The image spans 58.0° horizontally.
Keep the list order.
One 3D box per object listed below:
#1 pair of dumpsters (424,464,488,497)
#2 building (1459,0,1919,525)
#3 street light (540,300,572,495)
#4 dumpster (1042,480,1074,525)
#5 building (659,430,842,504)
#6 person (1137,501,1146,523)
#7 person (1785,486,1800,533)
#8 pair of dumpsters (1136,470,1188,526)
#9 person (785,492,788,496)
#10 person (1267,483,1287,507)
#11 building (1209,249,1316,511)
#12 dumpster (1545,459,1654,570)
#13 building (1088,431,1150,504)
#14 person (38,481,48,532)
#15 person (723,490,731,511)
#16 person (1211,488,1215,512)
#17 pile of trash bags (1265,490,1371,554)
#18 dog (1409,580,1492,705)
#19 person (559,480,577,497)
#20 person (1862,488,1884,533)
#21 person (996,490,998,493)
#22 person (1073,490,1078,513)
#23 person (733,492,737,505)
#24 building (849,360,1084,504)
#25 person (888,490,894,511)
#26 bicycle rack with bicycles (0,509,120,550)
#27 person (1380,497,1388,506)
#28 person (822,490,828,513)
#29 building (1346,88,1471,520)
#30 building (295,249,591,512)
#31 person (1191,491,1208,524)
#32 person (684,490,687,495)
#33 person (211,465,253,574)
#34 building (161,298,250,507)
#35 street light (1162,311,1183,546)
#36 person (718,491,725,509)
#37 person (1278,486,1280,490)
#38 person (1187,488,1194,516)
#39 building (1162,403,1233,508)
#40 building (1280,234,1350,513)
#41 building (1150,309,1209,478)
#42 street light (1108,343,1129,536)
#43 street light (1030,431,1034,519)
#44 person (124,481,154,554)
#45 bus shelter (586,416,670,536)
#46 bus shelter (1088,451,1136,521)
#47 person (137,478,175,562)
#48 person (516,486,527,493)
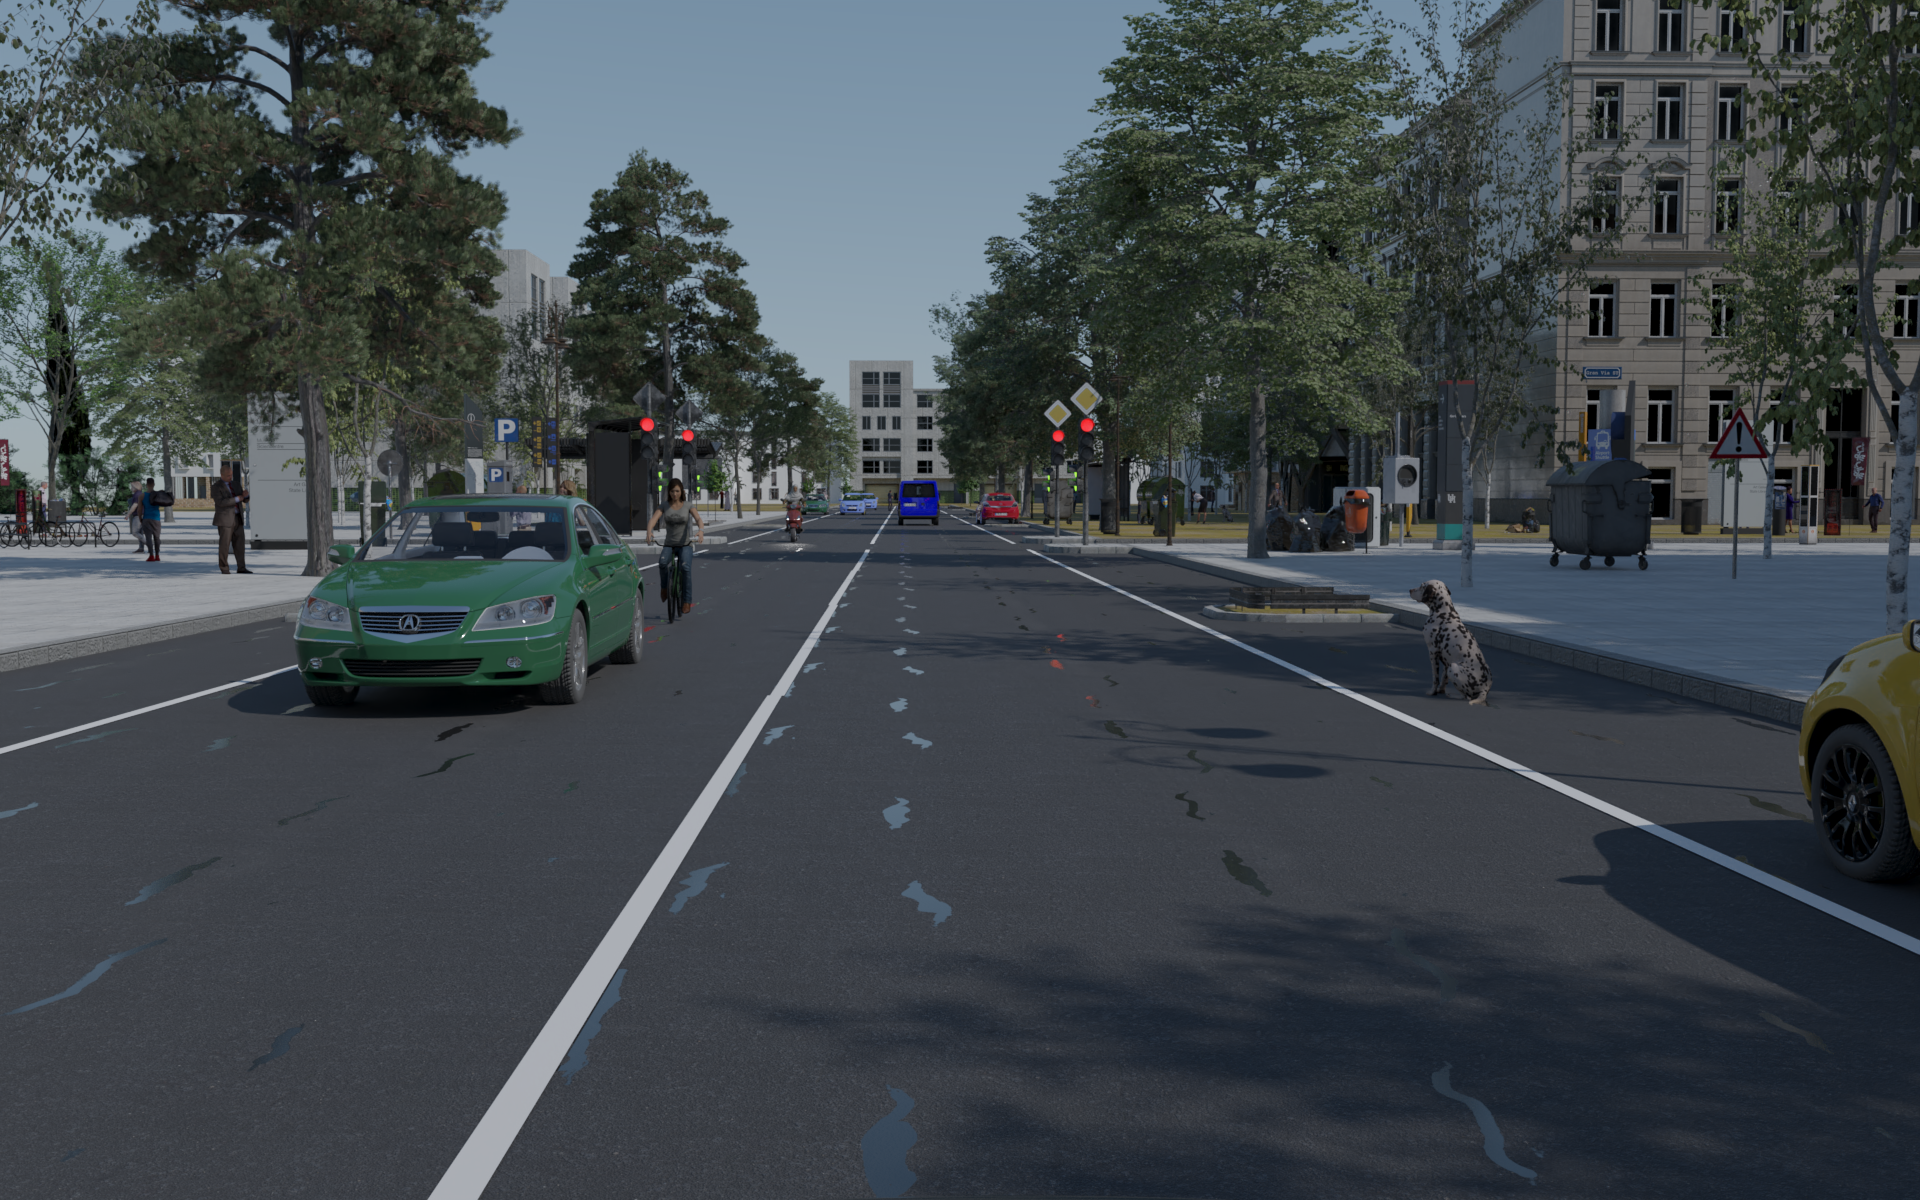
[{"bbox_3d":[-15.343,-3.130,53.668,1.574,2.255,4.436,0,4,-2],"label":"pair of dumpsters"},{"bbox_3d":[36.209,-17.059,76.182,25.104,27.353,12.463,0,4,-2],"label":"building"},{"bbox_3d":[-9.611,-4.195,41.373,0.468,5.910,1.993,0,4,-2],"label":"street light"},{"bbox_3d":[4.121,-4.081,72.490,1.264,1.857,1.865,0,4,-2],"label":"dumpster"},{"bbox_3d":[-29.827,-17.723,231.921,28.070,9.664,9.099,0,4,-2],"label":"building"},{"bbox_3d":[8.027,-4.221,75.584,0.617,1.759,0.750,-2,4,-28],"label":"person"},{"bbox_3d":[27.147,-2.939,56.473,0.546,1.535,0.453,0,4,-2],"label":"person"},{"bbox_3d":[8.429,-4.264,72.210,1.574,2.255,4.436,0,4,-2],"label":"pair of dumpsters"},{"bbox_3d":[-18.746,-11.227,189.609,0.705,1.824,1.348,3,5,42],"label":"person"},{"bbox_3d":[13.922,-4.235,75.837,0.990,1.755,0.434,-1,4,-17],"label":"person"},{"bbox_3d":[29.233,-17.293,139.155,16.016,20.091,11.380,0,4,-2],"label":"building"},{"bbox_3d":[11.024,-1.473,29.846,1.264,1.857,1.865,0,4,-2],"label":"dumpster"},{"bbox_3d":[30.791,-17.896,234.743,28.070,9.664,9.099,0,4,-2],"label":"building"},{"bbox_3d":[-30.854,-3.141,58.344,0.436,1.711,0.756,0,4,-8],"label":"person"},{"bbox_3d":[-17.686,-7.622,131.328,0.621,1.740,0.551,-1,4,-11],"label":"person"},{"bbox_3d":[18.051,-7.112,123.150,0.431,1.722,0.655,0,4,5],"label":"person"},{"bbox_3d":[8.054,-1.755,38.451,1.912,1.369,3.447,-1,4,-19],"label":"pile of trash bags"},{"bbox_3d":[3.479,0.288,12.126,0.513,0.831,0.800,0,4,3],"label":"dog"},{"bbox_3d":[-5.139,-0.743,22.350,0.444,1.614,0.593,-3,5,-43],"label":"person"},{"bbox_3d":[30.216,-2.977,57.414,0.600,1.496,0.574,0,4,1],"label":"person"},{"bbox_3d":[2.604,-6.737,118.399,0.429,1.552,0.499,1,4,19],"label":"person"},{"bbox_3d":[7.579,-6.544,115.247,0.429,1.552,0.499,-3,5,-39],"label":"person"},{"bbox_3d":[-26.768,-12.070,206.557,1.217,1.735,0.721,-2,4,-28],"label":"person"},{"bbox_3d":[0.859,-22.716,237.862,31.486,18.905,16.747,0,4,-2],"label":"building"},{"bbox_3d":[-5.877,-8.518,148.216,0.568,1.767,0.683,1,4,14],"label":"person"},{"bbox_3d":[-21.999,-1.708,41.301,2.925,0.926,2.852,2,4,26],"label":"bicycle rack with bicycles"},{"bbox_3d":[22.595,-5.134,92.353,0.453,1.535,0.546,3,5,45],"label":"person"},{"bbox_3d":[-10.304,-7.504,131.854,0.551,1.740,0.621,0,4,1],"label":"person"},{"bbox_3d":[28.387,-16.245,94.479,11.050,23.489,19.941,0,4,-2],"label":"building"},{"bbox_3d":[-40.183,-16.782,140.850,16.747,18.905,31.486,0,4,-2],"label":"building"},{"bbox_3d":[10.383,-4.039,75.262,0.799,1.438,0.628,1,4,18],"label":"person"},{"bbox_3d":[-30.625,-11.366,192.587,1.217,1.735,0.721,0,4,4],"label":"person"},{"bbox_3d":[-11.633,-1.284,27.729,0.600,1.739,0.565,0,4,4],"label":"person"},{"bbox_3d":[-70.691,-19.352,172.821,11.380,20.091,16.016,0,4,-2],"label":"building"},{"bbox_3d":[5.199,-4.283,42.819,0.468,5.910,1.993,0,4,-2],"label":"street light"},{"bbox_3d":[-20.712,-8.863,150.920,1.348,1.831,0.705,3,5,42],"label":"person"},{"bbox_3d":[16.709,-5.134,90.923,0.436,1.711,0.756,1,4,21],"label":"person"},{"bbox_3d":[13.690,-5.819,102.659,0.415,1.643,0.593,0,4,3],"label":"person"},{"bbox_3d":[25.037,-13.265,159.037,9.099,9.664,28.070,0,4,-2],"label":"building"},{"bbox_3d":[30.384,-15.387,119.037,16.820,18.784,16.811,0,4,-2],"label":"building"},{"bbox_3d":[27.970,-19.714,178.737,16.016,20.091,11.380,0,4,-2],"label":"building"},{"bbox_3d":[4.864,-4.926,53.334,0.468,5.910,1.993,0,4,-2],"label":"street light"},{"bbox_3d":[3.722,-7.137,89.481,0.468,5.910,1.993,0,4,-2],"label":"street light"},{"bbox_3d":[-17.637,-1.773,37.243,0.471,1.553,0.569,2,4,23],"label":"person"},{"bbox_3d":[-10.543,-3.922,55.403,1.731,3.624,6.357,0,4,-2],"label":"bus shelter"},{"bbox_3d":[7.083,-5.477,83.474,2.014,3.302,5.546,0,4,-2],"label":"bus shelter"},{"bbox_3d":[-15.304,-1.531,32.951,0.647,1.594,0.662,-3,5,-43],"label":"person"},{"bbox_3d":[-7.419,-1.146,29.298,0.319,1.574,0.516,1,4,19],"label":"person"}]
